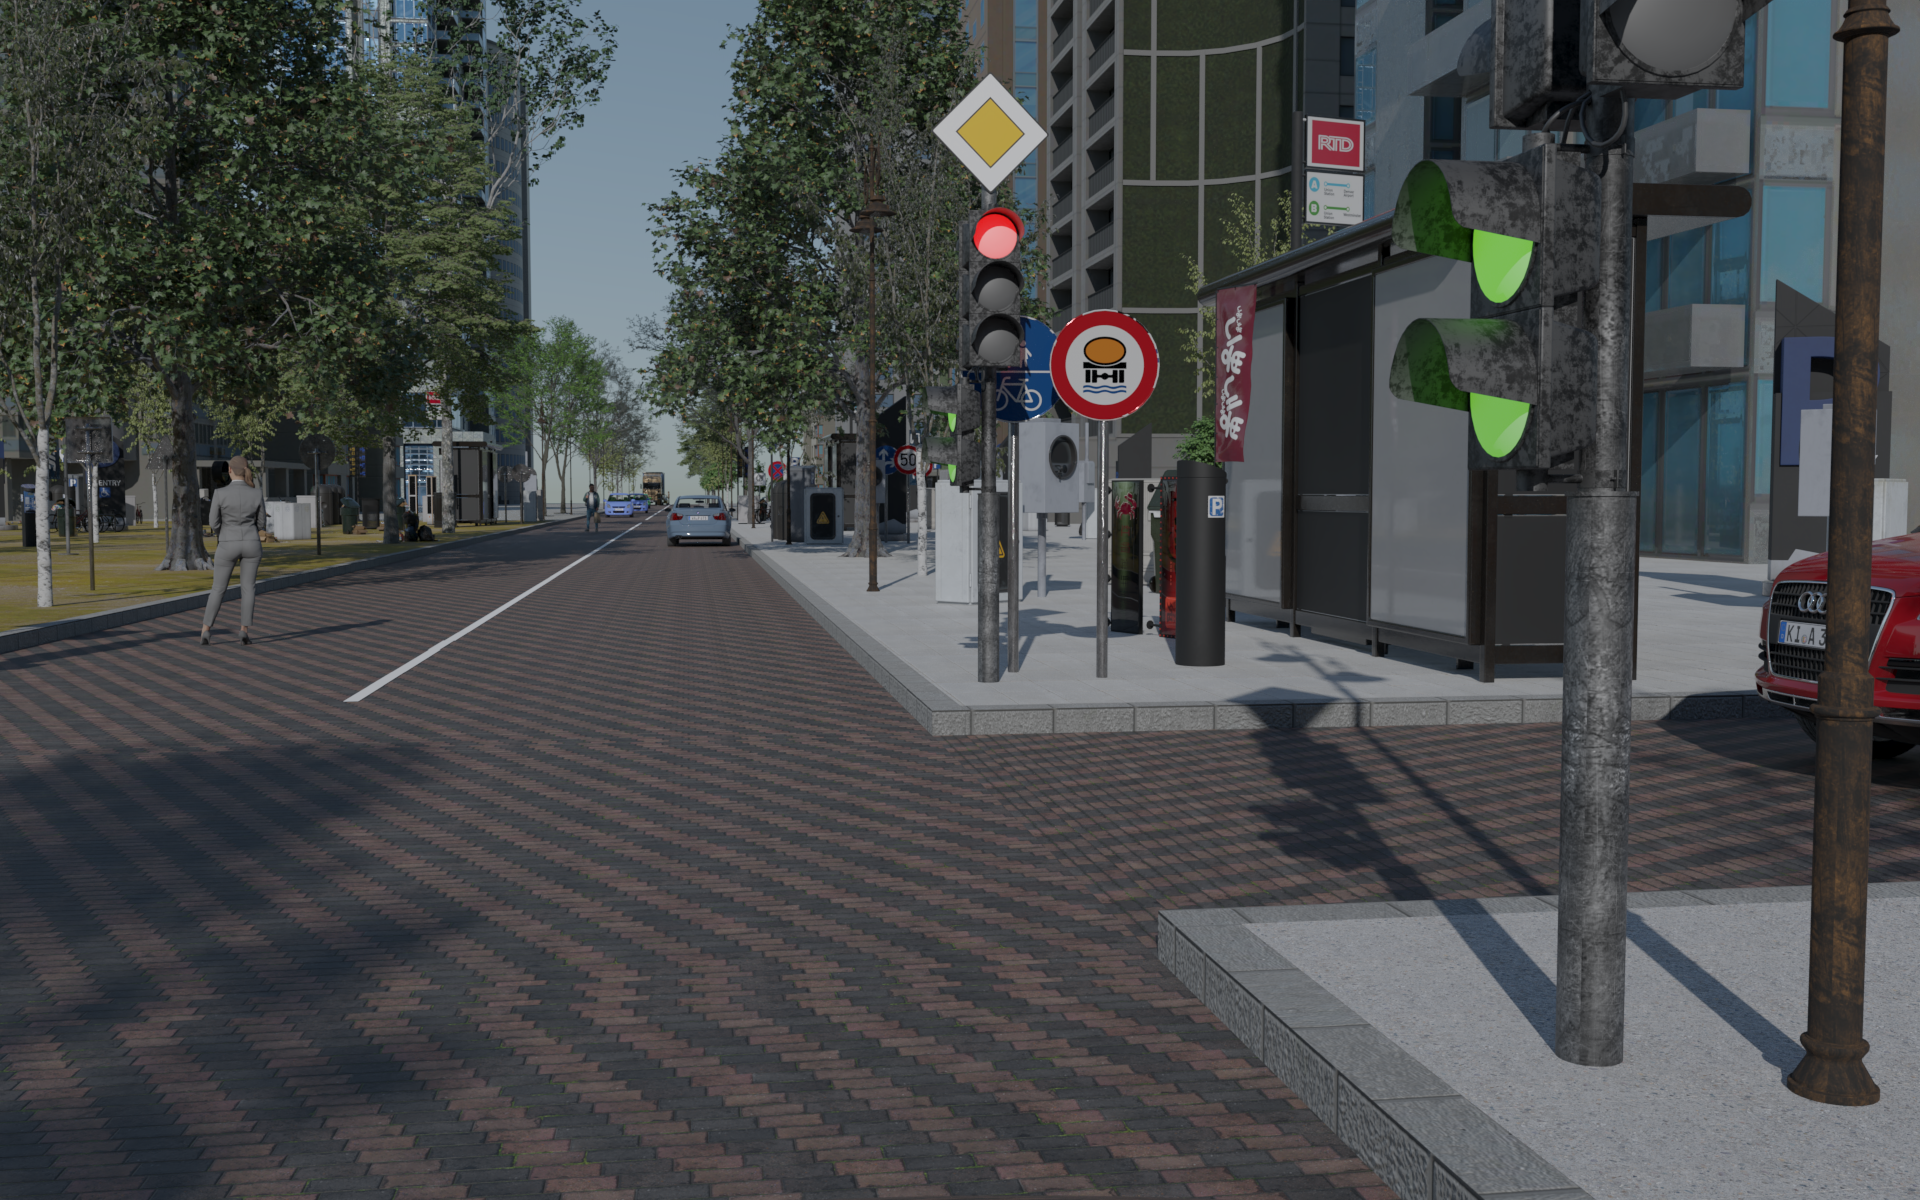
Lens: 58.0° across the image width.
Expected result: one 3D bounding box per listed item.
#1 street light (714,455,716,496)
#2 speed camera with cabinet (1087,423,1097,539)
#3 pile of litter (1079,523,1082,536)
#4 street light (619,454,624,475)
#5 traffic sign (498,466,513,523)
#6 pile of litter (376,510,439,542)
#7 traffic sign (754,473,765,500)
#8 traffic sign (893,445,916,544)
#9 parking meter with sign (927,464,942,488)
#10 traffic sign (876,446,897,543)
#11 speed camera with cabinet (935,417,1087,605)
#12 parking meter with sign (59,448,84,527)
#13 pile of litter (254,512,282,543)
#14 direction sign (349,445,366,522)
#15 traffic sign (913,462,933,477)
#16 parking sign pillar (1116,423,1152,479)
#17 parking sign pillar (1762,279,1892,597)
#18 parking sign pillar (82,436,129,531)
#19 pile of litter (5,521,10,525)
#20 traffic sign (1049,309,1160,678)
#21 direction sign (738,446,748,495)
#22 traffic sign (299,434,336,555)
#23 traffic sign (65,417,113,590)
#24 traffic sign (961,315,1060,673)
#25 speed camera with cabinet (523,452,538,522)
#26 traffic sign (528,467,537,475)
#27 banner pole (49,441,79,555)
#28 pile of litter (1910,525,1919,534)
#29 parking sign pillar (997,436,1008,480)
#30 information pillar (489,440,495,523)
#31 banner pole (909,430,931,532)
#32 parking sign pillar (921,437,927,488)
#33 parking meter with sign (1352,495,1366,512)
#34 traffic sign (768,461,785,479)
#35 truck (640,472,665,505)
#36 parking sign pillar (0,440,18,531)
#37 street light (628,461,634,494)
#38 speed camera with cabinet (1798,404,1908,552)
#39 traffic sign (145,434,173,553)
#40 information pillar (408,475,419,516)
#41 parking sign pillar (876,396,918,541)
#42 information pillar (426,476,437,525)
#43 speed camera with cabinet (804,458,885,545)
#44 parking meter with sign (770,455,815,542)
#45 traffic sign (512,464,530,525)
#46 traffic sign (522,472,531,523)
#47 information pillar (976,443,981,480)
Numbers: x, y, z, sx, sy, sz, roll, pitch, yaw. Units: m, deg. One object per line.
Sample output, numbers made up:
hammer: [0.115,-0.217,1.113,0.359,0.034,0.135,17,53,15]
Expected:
street light: [-19.511,-10.223,139.936,0.468,5.910,1.993,-1,4,-9]
speed camera with cabinet: [3.715,-3.330,48.775,0.660,3.252,2.038,2,4,31]
pile of litter: [4.343,-2.423,53.586,1.719,0.858,1.176,-3,5,-41]
street light: [-36.946,-13.239,189.243,0.468,5.910,1.993,-1,4,-9]
traffic sign: [-20.360,-4.740,77.604,0.768,2.556,0.104,0,4,-1]
pile of litter: [-14.959,-2.010,46.830,1.719,0.858,1.176,-1,4,-20]
traffic sign: [-9.730,-5.016,84.145,0.606,2.300,0.079,0,4,1]
traffic sign: [-1.334,-2.734,44.799,0.768,2.556,0.104,0,4,-2]
parking meter with sign: [-1.712,-5.213,81.493,1.738,3.016,0.543,-3,4,-38]
traffic sign: [-1.947,-2.777,45.513,0.768,2.556,0.104,-1,4,-9]
speed camera with cabinet: [0.591,-1.614,20.722,0.660,3.252,2.038,3,5,42]
parking meter with sign: [-34.059,-4.325,66.979,0.543,3.016,1.738,0,4,7]
pile of litter: [-18.665,-1.954,45.911,1.719,0.858,1.176,1,4,18]
direction sign: [-27.884,-5.395,80.209,0.876,3.537,0.379,1,4,17]
traffic sign: [-1.216,-3.294,53.970,0.768,2.556,0.104,0,4,-3]
parking sign pillar: [6.565,-4.712,65.518,1.447,3.967,1.447,-1,4,-11]
parking sign pillar: [10.810,-2.021,21.518,1.447,3.967,1.447,1,4,20]
parking sign pillar: [-29.761,-4.387,60.205,1.447,3.967,1.447,-2,4,-28]
pile of litter: [-37.994,-3.317,68.199,1.176,0.858,1.719,0,4,0]
traffic sign: [0.993,-0.730,12.037,0.768,2.556,0.104,0,4,-5]
direction sign: [-10.319,-5.544,82.641,0.379,3.537,0.876,2,4,29]
traffic sign: [-13.519,-2.223,36.454,0.768,2.556,0.104,0,4,0]
traffic sign: [-11.537,-1.275,22.975,0.606,2.300,0.079,0,4,-1]
traffic sign: [0.384,-0.752,12.402,0.768,2.556,0.104,0,4,-3]
speed camera with cabinet: [-19.811,-5.234,79.907,0.660,3.252,2.038,-1,4,-12]
traffic sign: [-20.497,-5.031,82.355,0.768,2.556,0.104,0,4,-8]
banner pole: [-18.870,-2.825,36.208,0.401,3.779,0.863,1,4,15]
pile of litter: [15.219,-0.802,27.071,1.176,0.858,1.719,-2,4,-34]
parking sign pillar: [1.776,-4.711,65.497,1.447,3.967,1.447,2,4,34]
information pillar: [-20.567,-5.172,75.915,0.183,3.616,0.504,-2,4,-29]
banner pole: [-1.393,-4.228,59.137,0.863,3.779,0.401,2,4,30]
parking sign pillar: [-2.160,-5.519,78.700,1.447,3.967,1.447,1,4,21]
parking meter with sign: [8.504,-2.542,37.815,1.738,3.016,0.543,0,4,-5]
traffic sign: [-7.010,-4.072,66.683,0.768,2.556,0.104,0,4,-6]
truck: [-39.196,-14.220,221.411,2.839,4.237,11.283,0,4,-8]
parking sign pillar: [-34.091,-4.440,61.066,1.447,3.967,1.447,-3,5,-41]
street light: [-40.342,-14.575,211.090,0.468,5.910,1.993,-1,4,-9]
speed camera with cabinet: [9.500,-1.471,18.388,0.660,3.252,2.038,3,5,42]
traffic sign: [-17.141,-2.287,37.391,0.884,2.594,0.081,0,4,0]
information pillar: [-21.139,-3.823,66.993,0.304,2.012,0.304,0,4,-5]
parking sign pillar: [-2.147,-3.613,47.546,1.447,3.967,1.447,-2,4,-24]
information pillar: [-21.931,-4.124,71.911,0.304,2.012,0.304,2,4,26]
speed camera with cabinet: [-2.941,-3.045,44.116,2.038,3.252,0.660,0,4,-6]
parking meter with sign: [-4.238,-3.055,46.204,1.738,3.016,0.543,1,4,14]
traffic sign: [-18.450,-4.444,72.770,0.768,2.556,0.104,0,4,1]
traffic sign: [-19.443,-4.697,76.909,0.768,2.556,0.104,0,4,0]
information pillar: [0.449,-3.149,42.840,0.504,3.616,0.183,2,4,31]
